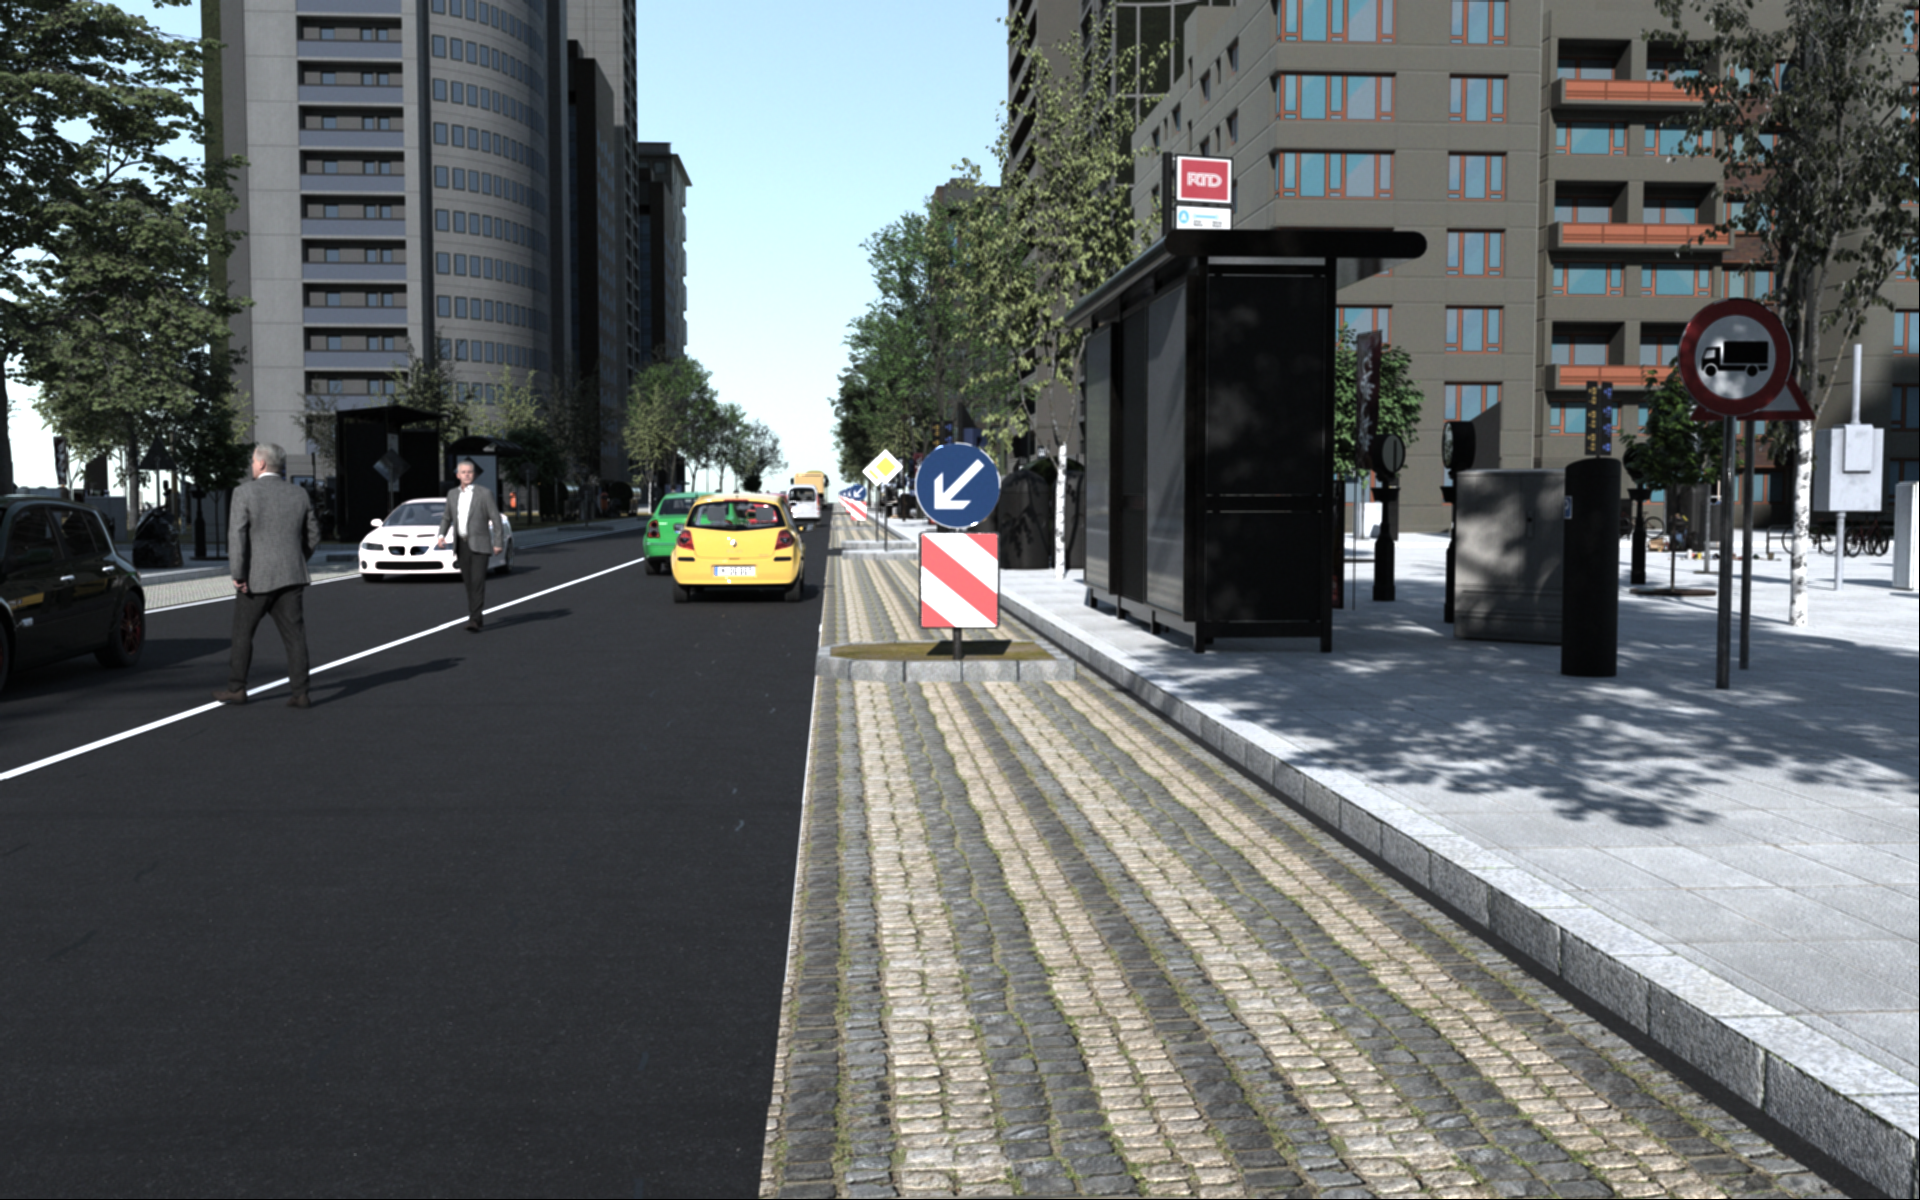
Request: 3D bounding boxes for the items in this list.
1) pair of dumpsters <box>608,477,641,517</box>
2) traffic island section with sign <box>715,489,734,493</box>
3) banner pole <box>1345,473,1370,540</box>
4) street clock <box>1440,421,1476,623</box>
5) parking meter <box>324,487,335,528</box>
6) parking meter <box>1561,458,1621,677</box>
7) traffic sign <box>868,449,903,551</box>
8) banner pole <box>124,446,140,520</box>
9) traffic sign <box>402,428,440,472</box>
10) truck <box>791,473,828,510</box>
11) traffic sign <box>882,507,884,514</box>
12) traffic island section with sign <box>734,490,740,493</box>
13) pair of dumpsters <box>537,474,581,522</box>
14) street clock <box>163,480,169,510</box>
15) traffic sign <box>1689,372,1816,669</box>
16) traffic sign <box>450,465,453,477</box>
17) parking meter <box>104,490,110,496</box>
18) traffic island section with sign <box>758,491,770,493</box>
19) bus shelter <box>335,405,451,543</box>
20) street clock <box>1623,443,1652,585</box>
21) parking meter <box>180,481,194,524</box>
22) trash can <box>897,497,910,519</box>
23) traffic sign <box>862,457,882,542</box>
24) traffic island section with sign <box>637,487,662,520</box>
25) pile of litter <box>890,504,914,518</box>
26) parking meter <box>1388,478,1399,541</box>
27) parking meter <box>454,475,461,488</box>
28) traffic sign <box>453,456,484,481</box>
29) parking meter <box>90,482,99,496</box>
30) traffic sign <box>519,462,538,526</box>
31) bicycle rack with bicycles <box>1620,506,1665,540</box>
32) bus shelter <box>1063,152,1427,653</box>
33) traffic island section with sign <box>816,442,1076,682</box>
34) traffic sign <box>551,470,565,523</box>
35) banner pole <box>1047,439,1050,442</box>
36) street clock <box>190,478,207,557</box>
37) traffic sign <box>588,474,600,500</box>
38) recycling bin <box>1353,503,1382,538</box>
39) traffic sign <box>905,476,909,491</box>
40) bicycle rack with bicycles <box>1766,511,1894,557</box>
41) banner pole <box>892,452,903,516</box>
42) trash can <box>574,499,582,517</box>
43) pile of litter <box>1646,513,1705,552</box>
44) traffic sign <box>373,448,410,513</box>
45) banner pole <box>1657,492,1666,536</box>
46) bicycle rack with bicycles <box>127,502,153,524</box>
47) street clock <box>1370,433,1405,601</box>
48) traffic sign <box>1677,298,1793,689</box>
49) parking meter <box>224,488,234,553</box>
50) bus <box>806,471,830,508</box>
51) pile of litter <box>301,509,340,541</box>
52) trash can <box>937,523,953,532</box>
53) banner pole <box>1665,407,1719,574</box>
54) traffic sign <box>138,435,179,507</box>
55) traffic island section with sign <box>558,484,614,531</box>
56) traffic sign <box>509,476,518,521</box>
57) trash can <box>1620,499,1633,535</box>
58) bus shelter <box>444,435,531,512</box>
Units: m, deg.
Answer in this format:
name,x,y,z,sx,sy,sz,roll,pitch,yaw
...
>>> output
name,x,y,z,sx,sy,sz,roll,pitch,yaw
pair of dumpsters,-19.403,-5.963,99.994,1.574,2.255,4.437,0,4,-4
traffic island section with sign,-20.272,-8.384,145.713,1.989,1.847,2.006,0,4,-4
banner pole,11.155,-3.589,48.691,0.863,3.779,0.401,-2,4,-24
street clock,4.950,-0.775,17.240,0.358,2.002,0.471,0,4,3
parking meter,-23.940,-3.509,65.776,0.372,1.533,0.369,0,3,0
parking meter,4.466,-0.235,12.259,0.372,1.533,0.369,0,3,0
traffic sign,-1.658,-2.141,38.647,0.795,2.450,0.064,0,4,-4
banner pole,-41.595,-5.925,86.896,0.863,3.779,0.401,-1,4,-12
traffic sign,-17.206,-3.651,53.564,2.265,3.308,0.079,0,4,4
truck,-13.669,-9.860,157.137,3.469,3.379,9.791,0,4,-5
traffic sign,-4.880,-6.704,109.721,0.768,2.556,0.104,0,4,4
traffic island section with sign,-22.220,-10.029,172.598,1.989,1.847,2.006,0,4,-4
pair of dumpsters,-18.653,-4.769,80.471,1.574,2.255,4.437,0,4,-4
street clock,-41.378,-5.242,90.277,0.358,2.002,0.471,-2,4,-29
traffic sign,5.749,-0.772,12.626,0.884,2.594,0.081,0,4,5
traffic sign,-19.539,-4.132,67.661,0.768,2.556,0.104,0,4,4
parking meter,-51.781,-5.912,105.069,0.372,1.533,0.369,0,3,0
traffic island section with sign,-26.170,-13.363,227.105,1.989,1.847,2.006,0,4,-4
bus shelter,-15.802,-3.507,48.623,1.731,3.624,6.357,0,4,-4
street clock,9.656,-1.225,24.606,0.471,2.002,0.358,1,4,18
parking meter,-32.745,-4.134,73.302,0.399,1.863,0.255,1,4,18
trash can,-2.946,-4.817,90.407,0.748,1.137,0.748,0,3,0
traffic sign,-2.235,-2.628,46.611,0.795,2.450,0.064,0,4,-4
traffic island section with sign,-16.574,-5.267,94.738,1.989,1.847,2.006,0,4,-4
pile of litter,-3.070,-4.799,92.429,1.176,0.858,1.719,-1,4,-22
parking meter,11.895,-2.559,47.551,0.255,1.863,0.399,1,4,21
parking meter,-15.604,-2.967,54.229,0.399,1.863,0.255,-1,4,-21
traffic sign,-13.003,-2.582,45.854,0.795,2.450,0.064,0,4,-4
parking meter,-42.177,-4.814,84.426,0.399,1.863,0.255,2,4,33
traffic sign,-17.165,-4.204,68.846,0.768,2.556,0.104,0,4,5
bicycle rack with bicycles,18.448,-2.228,49.816,2.925,0.926,2.852,3,4,37
bus shelter,2.369,-2.475,18.092,2.179,5.291,8.768,0,4,-4
traffic island section with sign,-0.175,-0.332,14.062,1.989,1.847,2.006,0,4,-4
traffic sign,-18.048,-4.731,77.459,0.768,2.556,0.104,0,4,1
banner pole,3.869,-5.456,79.216,0.863,3.779,0.401,3,4,39
street clock,-15.578,-1.890,35.467,0.358,2.002,0.471,-3,4,-36
traffic sign,-23.197,-6.716,109.910,0.768,2.556,0.104,0,4,0
recycling bin,12.006,-2.345,50.895,0.722,1.027,0.722,0,4,-5
traffic sign,-3.601,-7.450,121.906,0.768,2.556,0.104,0,4,-4
bicycle rack with bicycles,18.636,-1.417,36.558,2.925,0.926,2.852,-2,4,-28
banner pole,-3.659,-6.932,103.358,0.863,3.779,0.401,0,4,-6
trash can,-21.044,-5.138,95.659,0.748,1.137,0.748,0,3,0
pile of litter,15.906,-1.514,38.726,1.719,0.858,1.176,1,4,12
traffic sign,-12.425,-2.095,37.890,0.795,2.450,0.064,0,4,-4
banner pole,21.664,-3.870,53.298,0.401,3.779,0.863,0,4,8
bicycle rack with bicycles,-35.277,-3.700,73.883,2.852,0.926,2.925,0,4,6
street clock,5.096,-0.990,20.763,0.471,2.002,0.358,-3,5,-41
traffic sign,5.031,-0.688,11.348,0.768,2.556,0.104,0,4,-3
parking meter,-15.840,-1.796,37.779,0.372,1.533,0.369,0,3,0
bus,-15.323,-11.647,181.982,2.896,3.916,12.252,0,4,-2
pile of litter,-17.729,-2.070,47.815,1.176,0.858,1.719,-1,4,-19
trash can,-0.444,-2.707,55.907,0.748,1.137,0.748,0,3,0
banner pole,11.972,-2.326,28.055,0.401,3.779,0.863,-1,4,-19
traffic sign,-17.786,-2.350,38.429,0.884,2.594,0.081,0,4,-3
traffic island section with sign,-14.633,-3.622,67.853,1.989,1.847,2.006,0,4,-4
traffic sign,-21.399,-5.104,83.560,0.768,2.556,0.104,0,4,1
trash can,20.711,-2.603,54.217,0.748,1.137,0.748,0,3,0
bus shelter,-17.001,-4.202,62.624,2.014,3.302,5.546,0,4,-4
